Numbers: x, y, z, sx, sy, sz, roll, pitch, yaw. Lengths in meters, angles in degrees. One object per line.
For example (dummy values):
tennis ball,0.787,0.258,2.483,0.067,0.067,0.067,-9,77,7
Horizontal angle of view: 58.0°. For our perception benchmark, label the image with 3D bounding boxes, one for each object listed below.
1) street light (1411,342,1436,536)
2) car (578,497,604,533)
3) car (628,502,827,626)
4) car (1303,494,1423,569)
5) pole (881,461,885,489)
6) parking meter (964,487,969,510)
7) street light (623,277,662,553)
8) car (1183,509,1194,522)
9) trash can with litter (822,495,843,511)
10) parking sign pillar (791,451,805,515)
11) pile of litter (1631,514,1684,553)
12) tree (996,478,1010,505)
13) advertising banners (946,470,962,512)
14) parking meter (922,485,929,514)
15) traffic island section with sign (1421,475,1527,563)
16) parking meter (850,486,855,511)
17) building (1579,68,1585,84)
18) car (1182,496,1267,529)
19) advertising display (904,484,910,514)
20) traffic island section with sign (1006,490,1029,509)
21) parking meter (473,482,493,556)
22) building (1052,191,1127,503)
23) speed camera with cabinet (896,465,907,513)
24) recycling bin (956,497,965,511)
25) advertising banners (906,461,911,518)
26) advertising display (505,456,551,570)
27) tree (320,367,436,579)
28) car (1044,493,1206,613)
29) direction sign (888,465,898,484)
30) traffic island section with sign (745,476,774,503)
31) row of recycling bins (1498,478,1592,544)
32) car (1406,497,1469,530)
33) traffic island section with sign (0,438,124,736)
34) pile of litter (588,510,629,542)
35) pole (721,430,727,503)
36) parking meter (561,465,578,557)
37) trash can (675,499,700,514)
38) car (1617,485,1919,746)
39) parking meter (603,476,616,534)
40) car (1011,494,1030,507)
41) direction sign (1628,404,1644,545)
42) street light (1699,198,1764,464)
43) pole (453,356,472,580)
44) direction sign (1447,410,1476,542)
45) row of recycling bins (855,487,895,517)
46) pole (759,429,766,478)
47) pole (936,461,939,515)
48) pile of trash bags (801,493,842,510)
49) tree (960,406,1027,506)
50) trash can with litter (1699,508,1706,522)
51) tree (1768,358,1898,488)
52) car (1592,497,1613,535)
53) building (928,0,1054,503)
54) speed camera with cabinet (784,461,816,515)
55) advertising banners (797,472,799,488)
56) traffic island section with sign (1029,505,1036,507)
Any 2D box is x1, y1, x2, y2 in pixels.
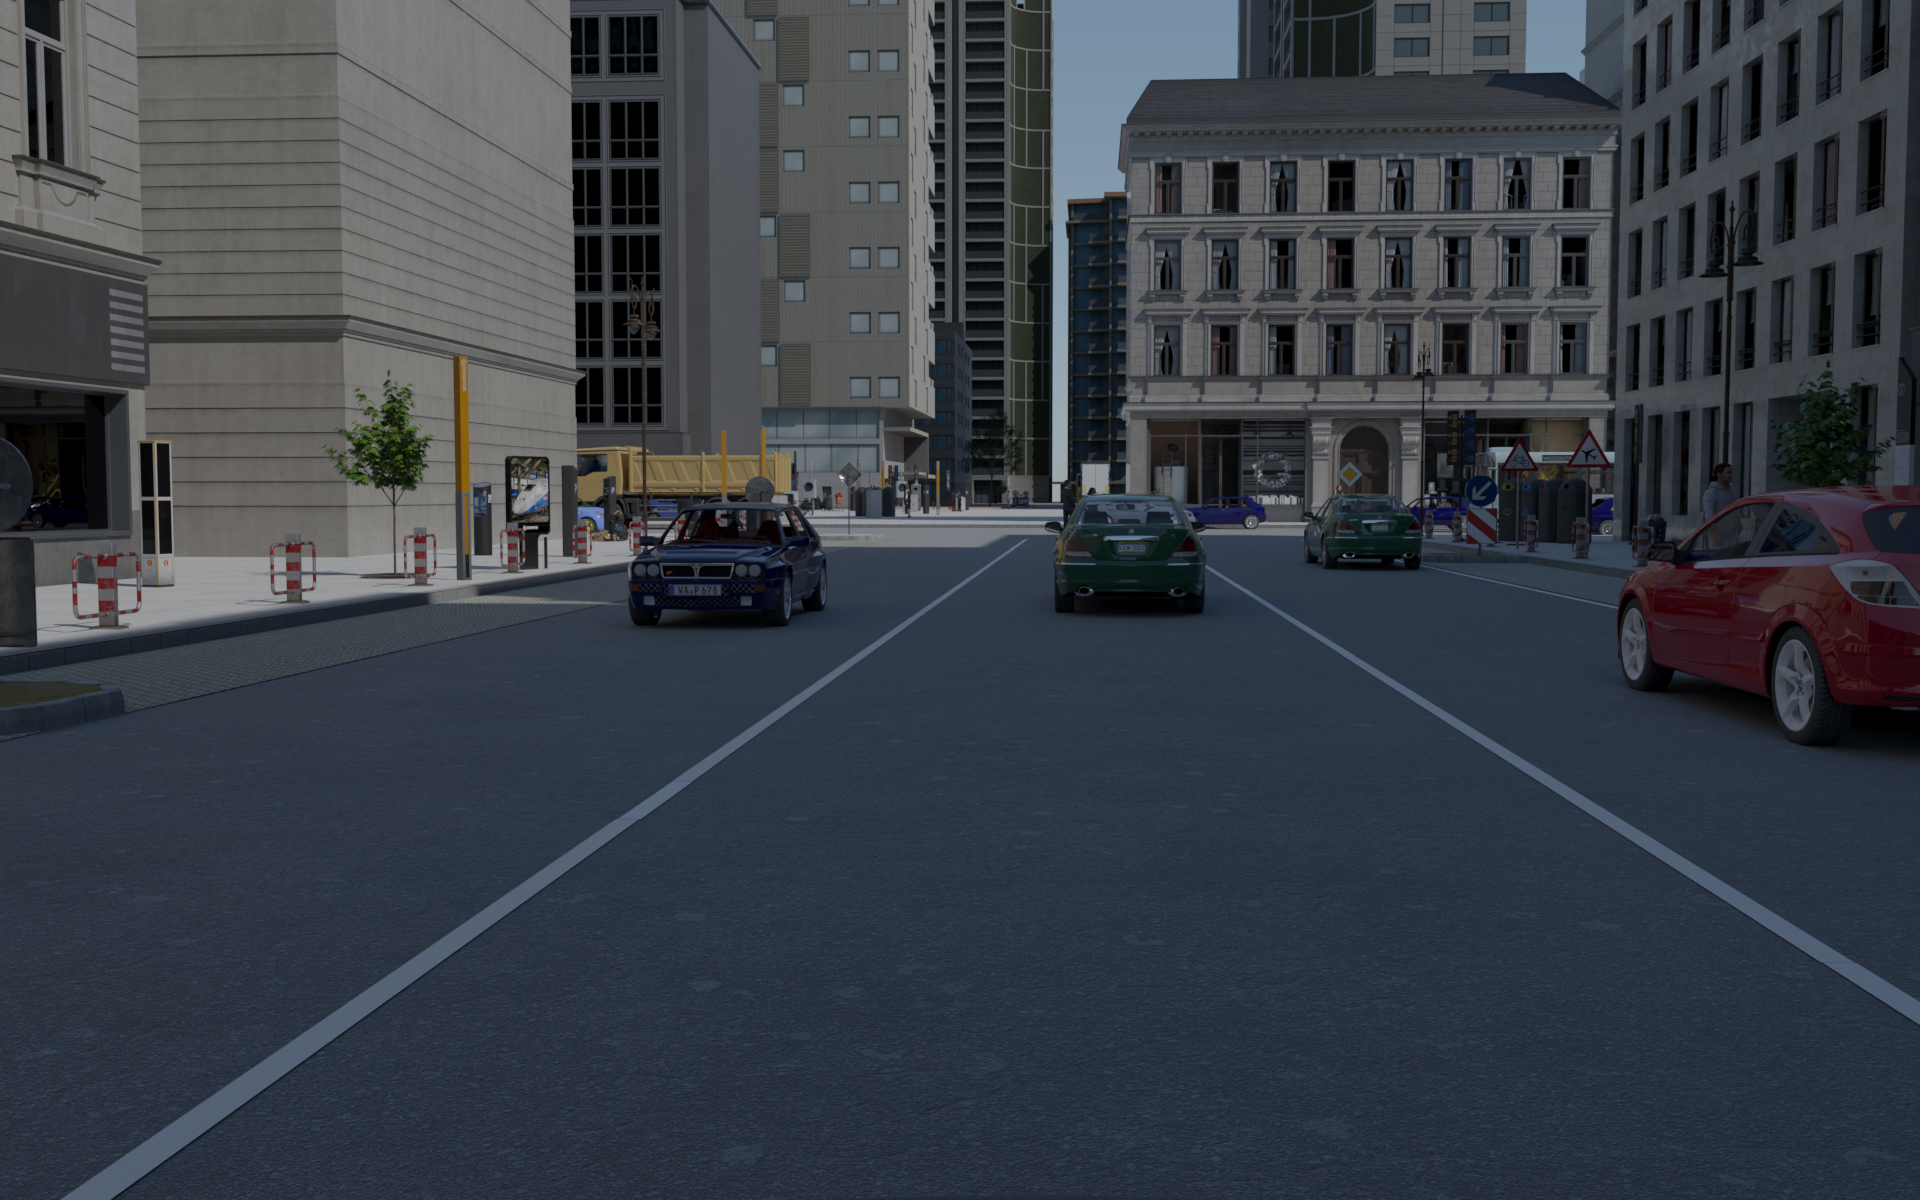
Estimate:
street light,14.068,-4.886,52.666,0.468,5.910,1.993,0,4,4
car,-14.002,-3.155,61.180,3.694,1.707,1.945,0,4,6
car,-2.622,-0.457,20.059,1.945,1.354,3.894,0,4,4
car,7.969,-1.386,34.456,2.131,1.459,4.920,0,4,4
pole,-4.686,-6.830,105.508,0.158,3.312,0.155,0,3,0
parking meter,0.510,-7.988,136.319,0.399,1.863,0.255,-2,4,-24
street light,-6.767,-3.932,37.070,0.468,5.910,1.993,0,4,4
car,6.981,-3.450,68.408,4.499,1.417,2.014,0,4,5
trash can with litter,-9.426,-7.235,129.354,2.233,1.210,1.678,0,4,3
parking sign pillar,-10.379,-7.299,107.814,1.447,3.967,1.447,0,4,-7
pile of litter,15.512,-1.472,38.026,1.719,0.858,1.176,-1,4,-9
tree,5.062,-13.182,210.119,1.663,3.219,1.824,0,3,0
advertising banners,-0.456,-7.987,126.768,0.090,3.025,2.074,-2,4,-33
parking meter,-2.199,-6.492,111.847,0.399,1.863,0.255,-3,4,-38
traffic island section with sign,10.728,-1.710,36.580,1.989,1.847,2.006,0,4,4
parking meter,-8.088,-7.632,130.497,0.255,1.863,0.399,-3,5,-41
building,79.656,-34.950,191.032,30.456,49.044,23.786,0,4,4
car,10.613,-3.581,71.130,3.894,1.354,1.945,0,4,6
advertising display,-3.385,-6.413,110.071,0.123,1.923,0.974,1,4,13
traffic island section with sign,5.546,-9.876,170.102,1.989,1.847,2.006,0,4,4
parking meter,-9.968,-1.698,36.169,0.372,1.533,0.369,0,3,0
building,27.891,-36.224,246.885,28.867,44.769,22.147,0,4,4
speed camera with cabinet,-4.613,-7.484,116.697,2.038,3.252,0.660,-1,4,-13
recycling bin,-0.080,-7.095,128.554,0.722,1.027,0.722,-2,4,-27
advertising banners,-2.754,-5.904,92.719,0.090,3.025,2.074,0,4,4
advertising display,-7.326,-1.478,29.385,0.123,1.923,0.974,2,4,28
tree,-8.708,-1.963,26.690,1.663,3.219,1.824,0,3,0
car,2.143,-0.645,22.337,2.131,1.459,4.920,0,4,4
direction sign,-5.227,-8.787,135.663,0.876,3.537,0.379,2,4,23
traffic island section with sign,-4.429,-1.795,37.970,1.989,1.847,2.006,0,4,4
row of recycling bins,15.620,-2.395,46.276,1.069,1.692,3.534,-1,4,-16
car,18.653,-3.473,69.362,3.894,1.354,1.945,0,4,3
traffic island section with sign,-6.468,-0.136,10.851,1.989,1.847,2.006,0,4,4
pile of litter,-9.617,-2.032,47.195,1.176,0.858,1.719,1,4,16
pole,-7.551,-3.767,55.439,0.158,3.312,0.155,0,3,0
parking meter,-7.972,-1.816,35.408,0.255,1.863,0.399,0,4,0
trash can,-8.097,-2.439,51.533,0.748,1.137,0.748,0,3,0
car,5.733,-0.138,11.301,2.155,1.783,4.494,0,4,3
parking meter,-11.289,-3.065,55.825,0.255,1.863,0.399,2,4,27
car,6.547,-10.659,186.279,2.014,1.417,4.499,0,4,4
direction sign,17.132,-3.168,43.795,0.379,3.537,0.876,1,4,10
street light,12.163,-3.343,27.450,0.468,5.910,1.993,0,4,4
pole,-7.389,-1.949,25.716,0.158,3.312,0.155,0,3,0
direction sign,13.517,-3.349,46.754,0.379,3.537,0.876,-3,5,-40
row of recycling bins,-4.890,-5.639,99.308,1.069,1.692,3.534,-2,4,-35
pole,-6.223,-3.718,54.634,0.158,3.312,0.155,0,3,0
pole,-1.361,-6.913,106.874,0.158,3.312,0.155,0,3,0
pile of trash bags,-10.978,-7.914,139.143,3.447,1.369,1.912,-3,4,-36
tree,3.398,-14.917,178.298,7.601,10.594,8.767,1,4,14
trash can with litter,15.255,-1.442,34.958,0.624,1.170,1.055,2,4,24
tree,12.430,-1.839,24.662,1.663,3.219,1.824,0,3,0
car,22.271,-2.687,56.515,3.894,1.354,1.945,0,4,5
building,2.795,-49.426,246.364,20.611,71.187,20.563,0,4,4
speed camera with cabinet,-9.663,-6.693,103.761,2.038,3.252,0.660,1,4,8
advertising banners,-13.661,-8.582,136.495,2.074,3.025,0.090,1,4,15
traffic island section with sign,7.610,-11.556,197.562,1.989,1.847,2.006,0,4,4
